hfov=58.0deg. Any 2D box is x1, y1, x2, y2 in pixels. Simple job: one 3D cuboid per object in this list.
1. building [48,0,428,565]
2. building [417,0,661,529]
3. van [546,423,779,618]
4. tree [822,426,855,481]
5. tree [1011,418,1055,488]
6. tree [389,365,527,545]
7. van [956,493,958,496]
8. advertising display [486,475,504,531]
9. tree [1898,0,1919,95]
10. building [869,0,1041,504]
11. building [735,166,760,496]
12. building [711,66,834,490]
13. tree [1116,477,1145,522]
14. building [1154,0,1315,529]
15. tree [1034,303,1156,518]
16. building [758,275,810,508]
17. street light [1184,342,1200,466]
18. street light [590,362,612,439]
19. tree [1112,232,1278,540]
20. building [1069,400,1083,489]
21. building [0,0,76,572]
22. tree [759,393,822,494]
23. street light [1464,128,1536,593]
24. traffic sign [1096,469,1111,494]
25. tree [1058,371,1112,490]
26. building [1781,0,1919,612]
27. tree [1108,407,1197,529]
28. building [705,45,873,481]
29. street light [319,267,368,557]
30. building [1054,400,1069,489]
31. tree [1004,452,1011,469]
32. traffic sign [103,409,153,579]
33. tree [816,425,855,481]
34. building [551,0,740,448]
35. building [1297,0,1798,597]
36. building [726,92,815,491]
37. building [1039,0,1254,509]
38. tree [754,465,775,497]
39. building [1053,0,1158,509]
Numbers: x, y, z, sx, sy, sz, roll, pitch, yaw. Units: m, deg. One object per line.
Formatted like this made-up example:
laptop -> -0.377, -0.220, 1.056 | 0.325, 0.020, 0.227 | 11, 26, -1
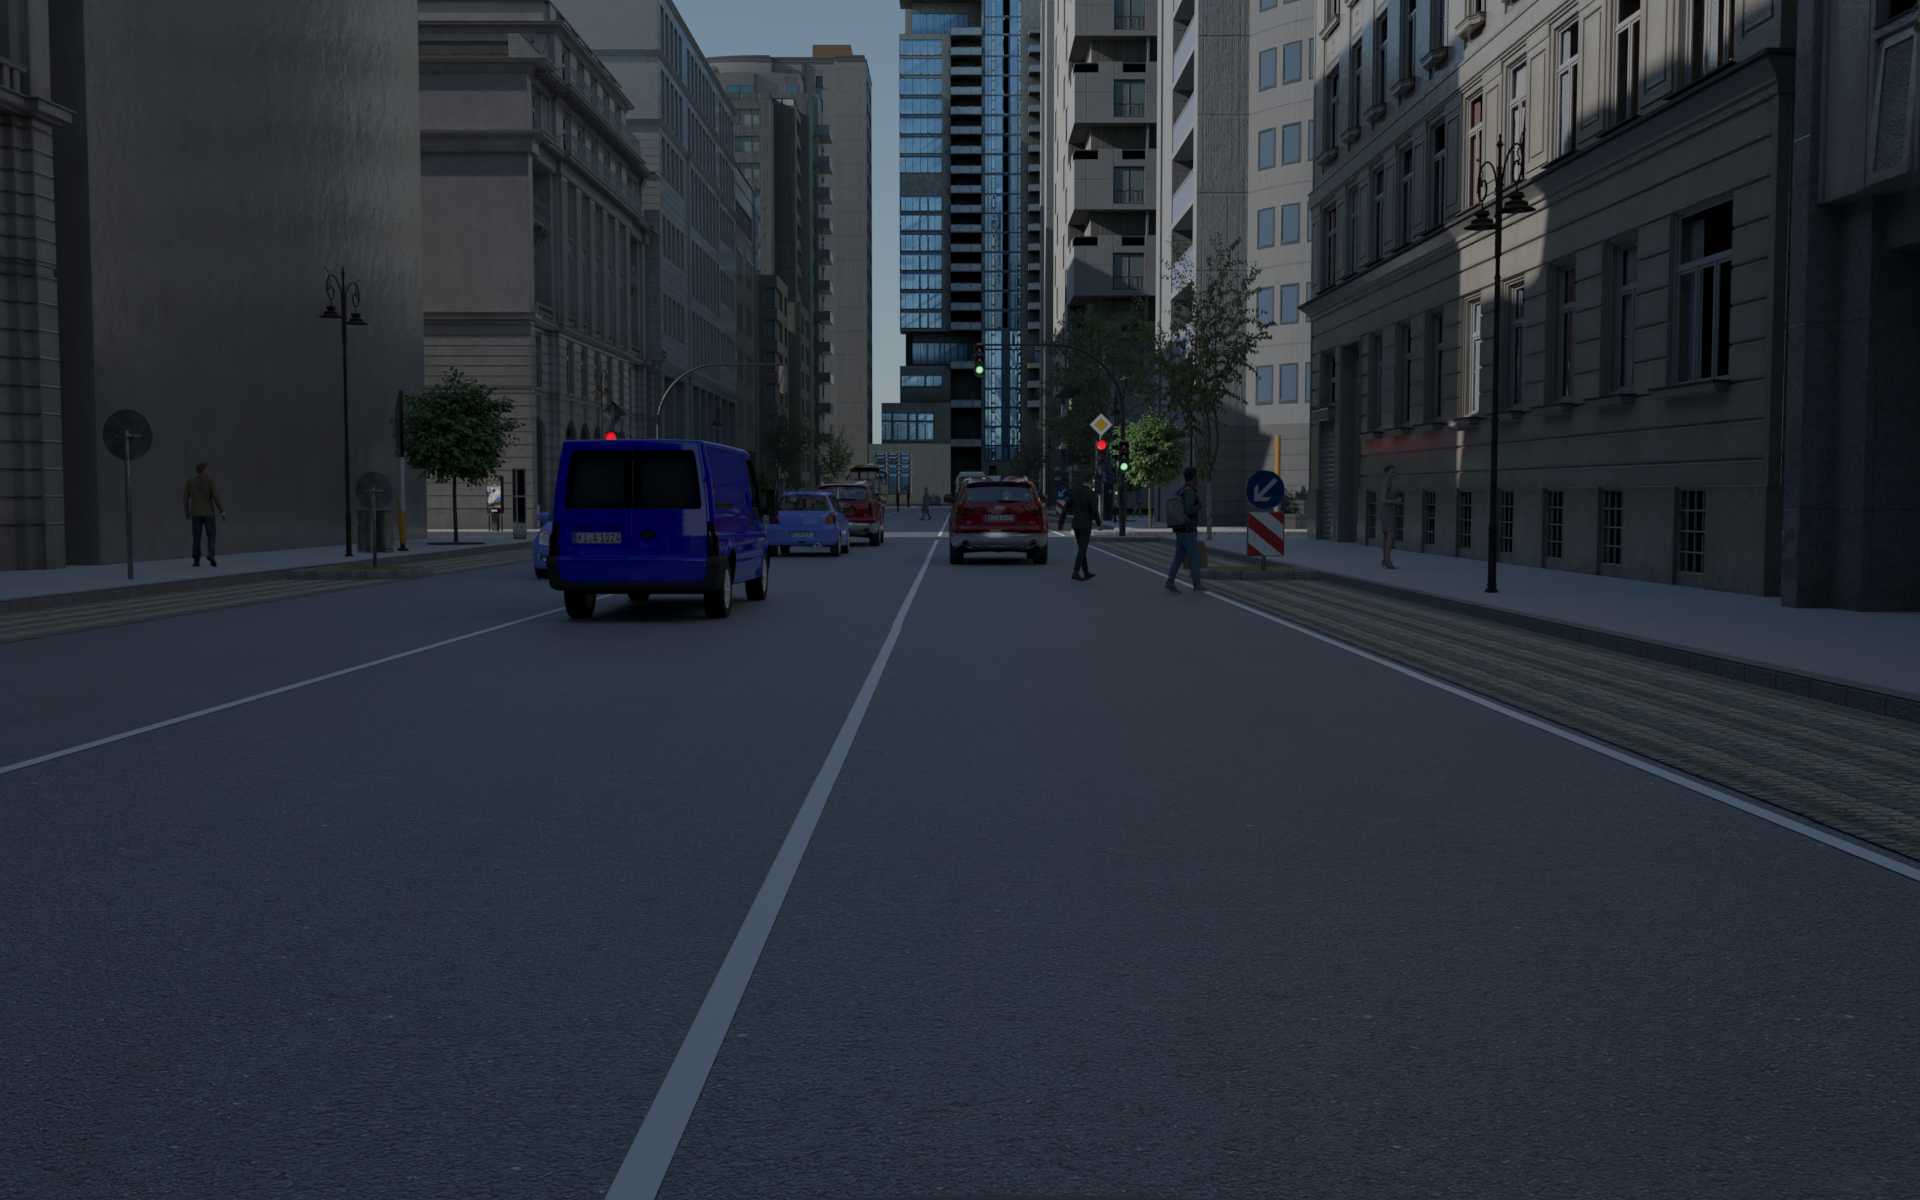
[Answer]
building -> -32.459, -14.397, 39.901 | 34.151, 26.468, 19.350 | 0, 3, 0
building -> -21.358, -14.188, 73.768 | 13.314, 21.916, 24.055 | 0, 3, 0
van -> -3.579, -1.056, 21.652 | 2.240, 2.365, 5.245 | 0, 4, 1
tree -> -13.130, -14.269, 183.659 | 4.360, 8.622, 3.978 | 0, 3, 0
tree -> 7.203, -13.246, 166.935 | 4.360, 8.622, 3.978 | 0, 3, 0
tree -> -12.820, -3.701, 44.226 | 4.285, 4.588, 4.351 | 0, 3, 0
van -> 0.936, -5.763, 98.615 | 2.240, 2.365, 5.245 | 0, 4, -2
advertising display -> -16.023, -3.334, 59.719 | 0.123, 1.923, 0.974 | -3, 5, -45
tree -> 7.141, -3.619, 9.526 | 4.360, 8.622, 3.978 | 0, 3, 0
building -> 3.794, -56.140, 230.552 | 31.000, 86.520, 22.319 | 0, 3, 0
building -> -21.718, -18.807, 125.520 | 12.078, 24.808, 19.932 | 0, 3, 0
building -> -29.991, -35.325, 197.179 | 30.456, 49.044, 23.786 | 0, 3, 0
tree -> 7.737, -5.300, 81.262 | 1.663, 3.219, 1.824 | 0, 3, 0
building -> 23.211, -32.349, 70.908 | 28.212, 58.520, 21.231 | 0, 3, 0
tree -> 7.855, -10.247, 93.299 | 9.928, 11.665, 9.643 | 0, 3, 0
building -> -28.214, -18.712, 150.985 | 27.650, 21.520, 28.899 | 0, 3, 0
street light -> 6.953, -4.848, 52.050 | 0.468, 5.910, 1.993 | 0, 3, 0
street light -> -12.547, -5.376, 60.690 | 0.468, 5.910, 1.993 | 0, 3, 0
tree -> 6.705, -5.971, 47.996 | 4.737, 8.622, 4.395 | 0, 3, 0
building -> 16.085, -28.207, 144.773 | 14.154, 41.232, 14.086 | 0, 3, 0
building -> -21.306, -10.761, 17.739 | 13.314, 21.916, 24.055 | 0, 3, 0
tree -> -13.055, -11.045, 130.947 | 4.360, 8.622, 3.978 | 0, 3, 0
street light -> 6.930, -3.034, 22.397 | 0.468, 5.910, 1.993 | 0, 3, 0
traffic sign -> 6.894, -5.114, 83.717 | 0.768, 2.556, 0.104 | 0, 4, 3
tree -> 7.728, -9.205, 100.861 | 4.737, 8.622, 4.395 | 0, 3, 0
building -> 15.389, -11.688, 9.124 | 12.078, 24.808, 19.932 | 0, 3, 0
tree -> 7.188, -4.948, 64.607 | 4.285, 4.588, 4.351 | 0, 3, 0
building -> -25.878, -42.134, 230.885 | 28.212, 58.520, 21.231 | 0, 3, 0
street light -> -12.542, -3.828, 35.377 | 0.468, 5.910, 1.993 | 0, 3, 0
building -> 20.616, -31.283, 166.104 | 22.147, 44.769, 28.867 | 0, 3, 0
tree -> 7.917, -16.078, 213.229 | 4.360, 8.622, 3.978 | 0, 3, 0
traffic sign -> -12.511, -1.587, 26.051 | 0.768, 2.556, 0.104 | 0, 4, 2
tree -> -12.783, -13.950, 178.443 | 4.737, 8.622, 4.395 | 0, 3, 0
building -> -20.274, -19.759, 100.548 | 11.434, 29.767, 29.804 | 0, 3, 0
building -> 17.285, -12.346, 35.133 | 16.112, 22.955, 30.059 | 0, 3, 0
building -> -22.053, -29.862, 171.839 | 14.154, 41.232, 14.086 | 0, 3, 0
building -> 19.487, -39.919, 194.672 | 21.231, 58.520, 28.212 | 0, 3, 0
tree -> -12.851, -7.267, 113.411 | 1.663, 3.219, 1.824 | 0, 3, 0
building -> 20.598, -32.452, 119.823 | 28.713, 52.752, 27.495 | 0, 3, 0
